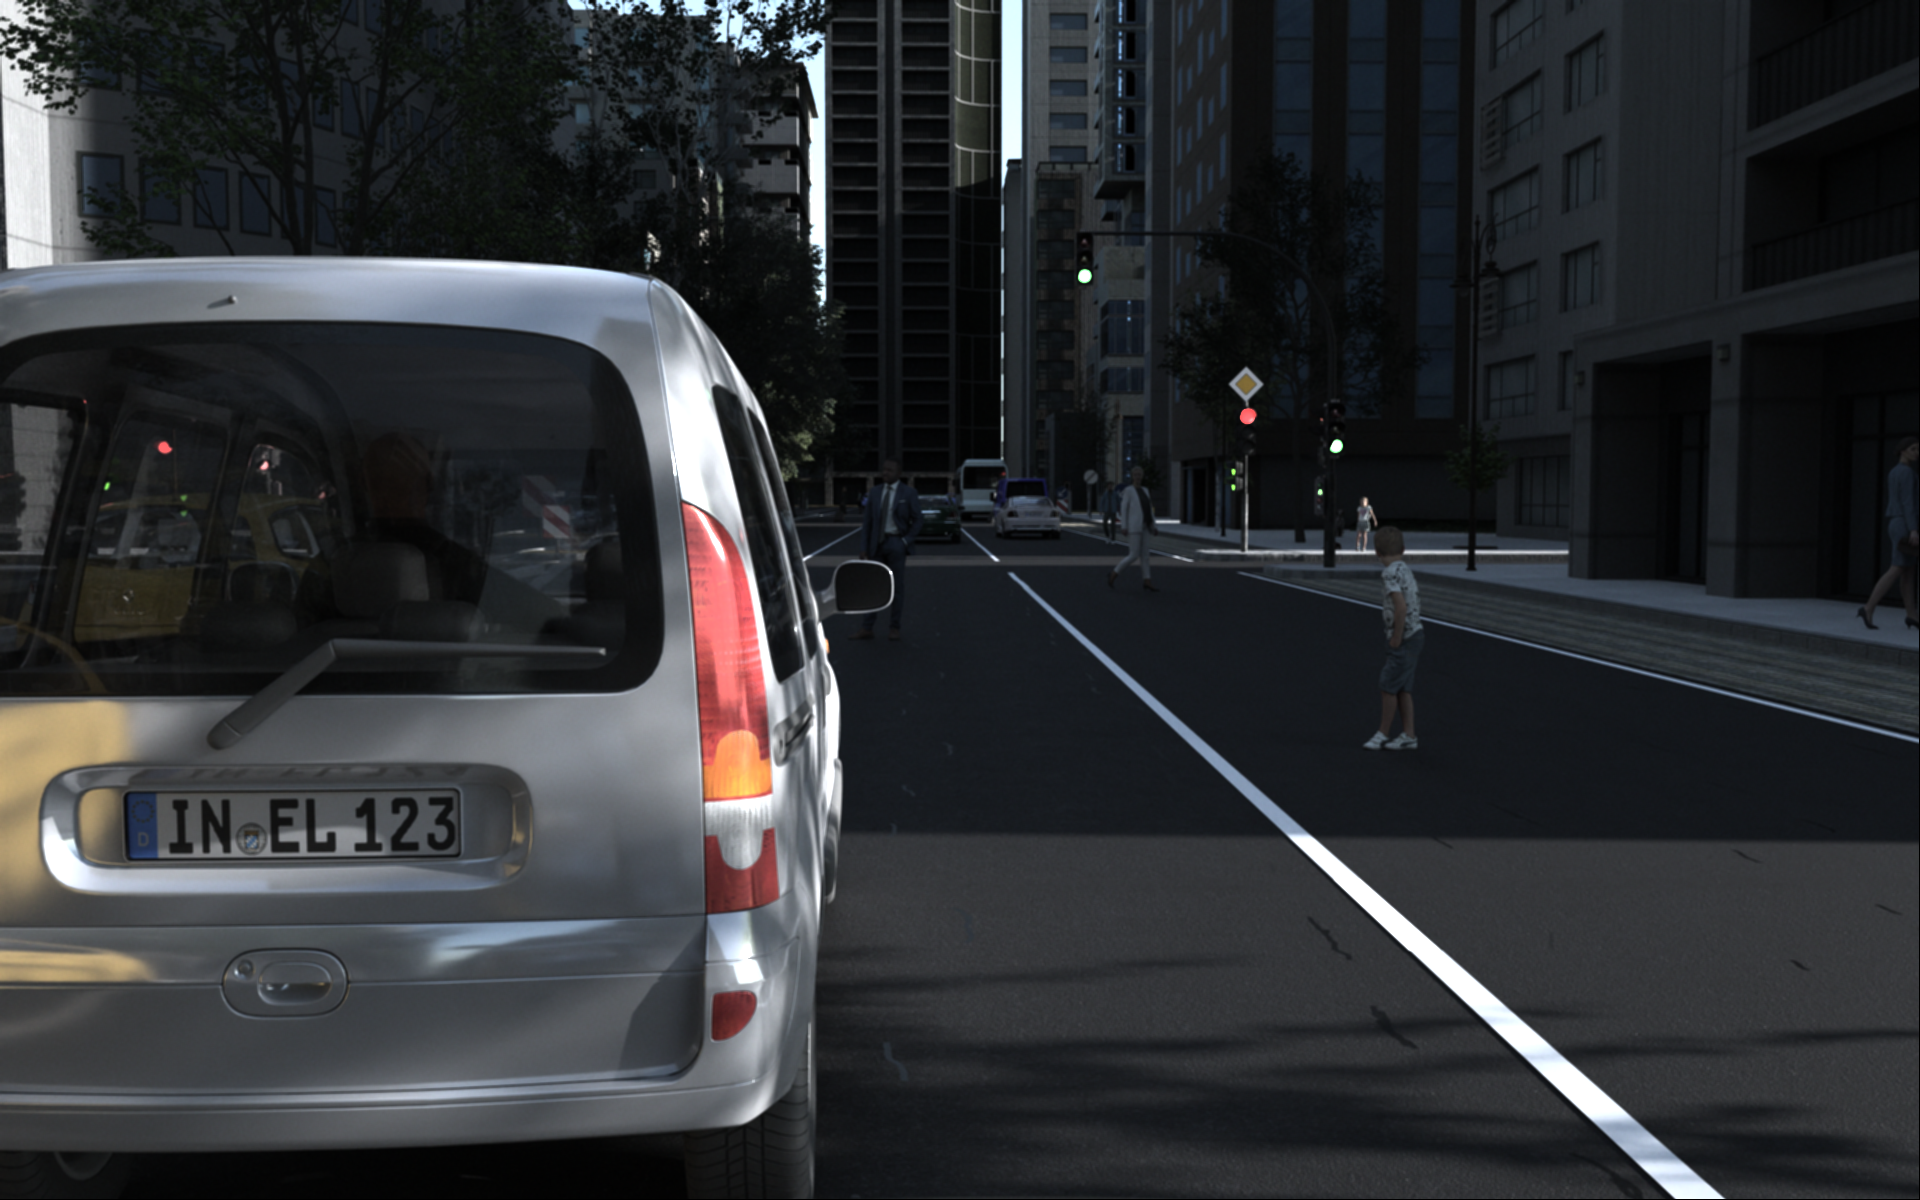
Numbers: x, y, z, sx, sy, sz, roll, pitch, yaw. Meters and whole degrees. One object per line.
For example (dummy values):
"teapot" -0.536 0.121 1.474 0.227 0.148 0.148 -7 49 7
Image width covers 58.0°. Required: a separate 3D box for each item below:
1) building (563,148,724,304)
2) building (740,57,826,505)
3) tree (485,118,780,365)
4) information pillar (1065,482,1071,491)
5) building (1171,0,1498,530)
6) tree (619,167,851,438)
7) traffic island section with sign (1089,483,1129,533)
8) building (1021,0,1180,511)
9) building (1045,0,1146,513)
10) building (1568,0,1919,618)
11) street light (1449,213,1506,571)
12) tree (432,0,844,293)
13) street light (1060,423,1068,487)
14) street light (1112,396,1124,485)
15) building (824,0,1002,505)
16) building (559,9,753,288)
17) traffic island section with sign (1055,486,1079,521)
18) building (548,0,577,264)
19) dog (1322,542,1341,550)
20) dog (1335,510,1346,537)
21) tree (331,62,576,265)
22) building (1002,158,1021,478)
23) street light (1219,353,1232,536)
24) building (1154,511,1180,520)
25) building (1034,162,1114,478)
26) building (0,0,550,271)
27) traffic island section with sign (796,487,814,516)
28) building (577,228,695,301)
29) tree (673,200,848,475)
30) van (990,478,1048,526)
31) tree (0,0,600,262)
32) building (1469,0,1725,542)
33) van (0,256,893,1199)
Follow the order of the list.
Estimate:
"building" -27.976 -23.047 148.521 14.160 30.474 14.107 0 4 -1
"building" -29.435 -37.994 210.436 27.495 52.752 28.713 0 4 -1
"tree" -8.467 -6.416 41.766 8.767 10.594 7.601 0 4 -1
"information pillar" 6.695 -6.288 107.306 0.304 2.012 0.304 2 4 30
"building" 16.295 -25.539 67.667 14.600 45.320 14.200 0 4 -1
"tree" -9.141 -9.299 64.864 12.009 13.543 11.850 0 3 0
"traffic island section with sign" 5.764 -3.356 63.498 1.989 1.847 2.006 0 4 -1
"building" 16.621 -38.635 173.689 21.231 58.520 28.212 0 4 -1
"building" 18.670 -49.918 128.839 22.319 86.520 31.000 0 4 -1
"building" 19.816 -35.246 14.530 20.563 71.187 20.611 0 4 -1
"street light" 8.560 -3.427 28.820 0.468 5.910 1.993 0 4 -1
"tree" -10.199 -11.859 52.249 12.611 20.169 13.585 0 3 0
"street light" 6.761 -8.537 112.360 0.468 5.910 1.993 0 4 -1
"street light" 7.445 -6.686 82.100 0.468 5.910 1.993 0 4 -1
"building" -5.298 -46.970 206.207 20.611 71.187 20.563 0 4 -1
"building" -36.499 -33.941 174.543 30.456 49.044 23.786 0 4 -1
"traffic island section with sign" 5.175 -5.030 90.874 1.989 1.847 2.006 0 4 -1
"building" -34.851 -30.406 86.377 28.713 52.752 27.495 0 4 -1
"dog" 8.589 -1.371 40.159 0.550 0.427 0.748 2 4 26
"dog" 11.413 -2.285 51.745 0.513 0.831 0.800 3 5 44
"tree" -8.415 -4.627 28.468 4.360 8.622 3.978 0 3 0
"building" 12.267 -31.862 204.530 14.086 41.232 14.154 0 4 -1
"street light" 7.980 -4.864 52.315 0.468 5.910 1.993 0 4 -1
"building" 20.975 -33.916 96.522 21.231 58.520 28.212 0 4 -1
"building" 13.427 -23.343 153.352 14.160 30.474 14.107 0 4 -1
"building" -25.756 -31.107 50.600 21.231 58.520 28.212 0 4 -1
"traffic island section with sign" -10.245 -6.399 112.752 2.006 1.907 1.989 0 4 -1
"building" -34.577 -17.254 127.135 27.650 21.520 28.899 0 4 -1
"tree" -9.297 -10.200 75.884 9.857 13.997 8.962 0 3 0
"van" 2.412 -3.956 69.067 2.240 2.365 5.245 0 4 -2
"tree" -7.903 -5.685 21.156 9.928 11.665 9.643 0 3 0
"building" 22.362 -22.076 44.536 14.086 41.232 14.154 0 4 -1
"van" -1.178 0.140 4.724 2.013 2.044 4.112 0 4 -3
